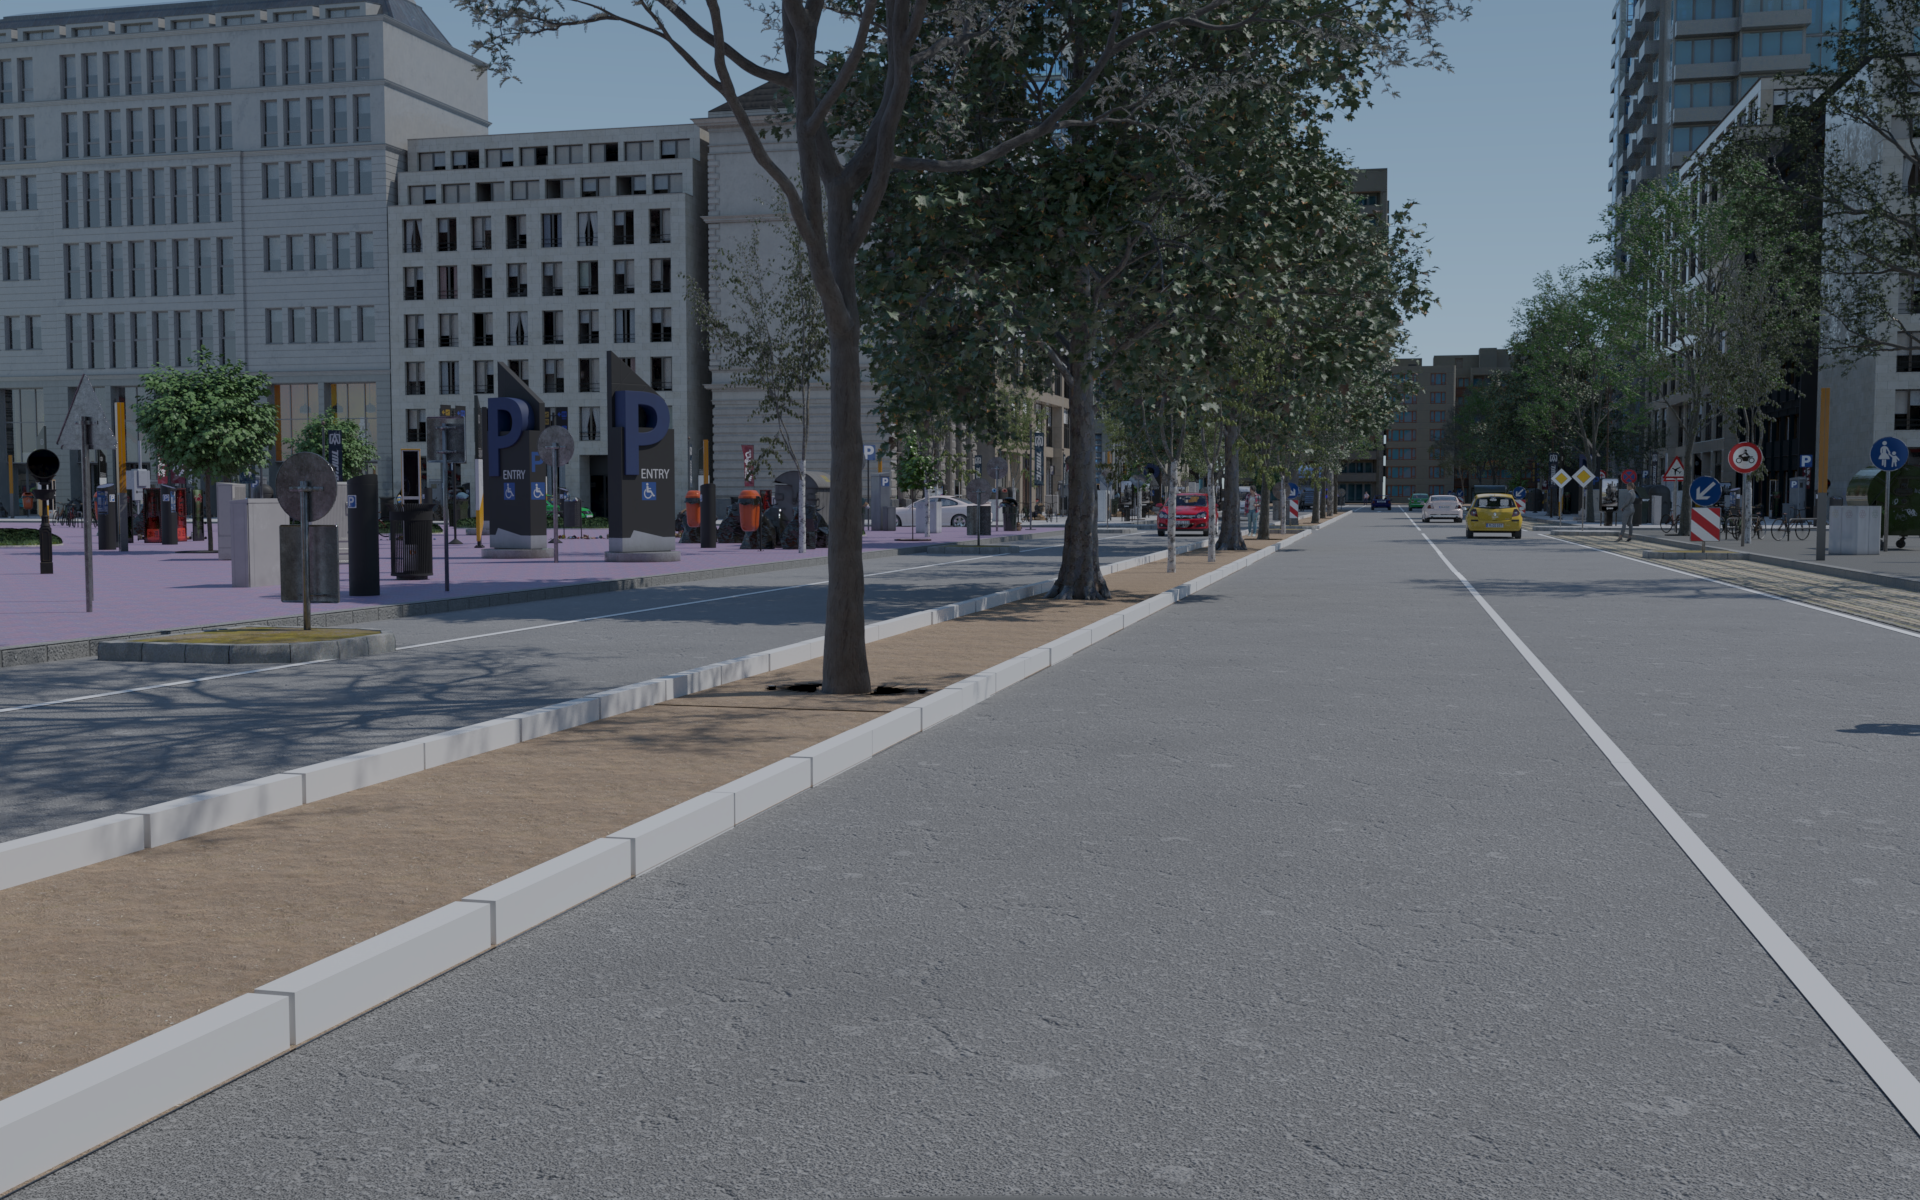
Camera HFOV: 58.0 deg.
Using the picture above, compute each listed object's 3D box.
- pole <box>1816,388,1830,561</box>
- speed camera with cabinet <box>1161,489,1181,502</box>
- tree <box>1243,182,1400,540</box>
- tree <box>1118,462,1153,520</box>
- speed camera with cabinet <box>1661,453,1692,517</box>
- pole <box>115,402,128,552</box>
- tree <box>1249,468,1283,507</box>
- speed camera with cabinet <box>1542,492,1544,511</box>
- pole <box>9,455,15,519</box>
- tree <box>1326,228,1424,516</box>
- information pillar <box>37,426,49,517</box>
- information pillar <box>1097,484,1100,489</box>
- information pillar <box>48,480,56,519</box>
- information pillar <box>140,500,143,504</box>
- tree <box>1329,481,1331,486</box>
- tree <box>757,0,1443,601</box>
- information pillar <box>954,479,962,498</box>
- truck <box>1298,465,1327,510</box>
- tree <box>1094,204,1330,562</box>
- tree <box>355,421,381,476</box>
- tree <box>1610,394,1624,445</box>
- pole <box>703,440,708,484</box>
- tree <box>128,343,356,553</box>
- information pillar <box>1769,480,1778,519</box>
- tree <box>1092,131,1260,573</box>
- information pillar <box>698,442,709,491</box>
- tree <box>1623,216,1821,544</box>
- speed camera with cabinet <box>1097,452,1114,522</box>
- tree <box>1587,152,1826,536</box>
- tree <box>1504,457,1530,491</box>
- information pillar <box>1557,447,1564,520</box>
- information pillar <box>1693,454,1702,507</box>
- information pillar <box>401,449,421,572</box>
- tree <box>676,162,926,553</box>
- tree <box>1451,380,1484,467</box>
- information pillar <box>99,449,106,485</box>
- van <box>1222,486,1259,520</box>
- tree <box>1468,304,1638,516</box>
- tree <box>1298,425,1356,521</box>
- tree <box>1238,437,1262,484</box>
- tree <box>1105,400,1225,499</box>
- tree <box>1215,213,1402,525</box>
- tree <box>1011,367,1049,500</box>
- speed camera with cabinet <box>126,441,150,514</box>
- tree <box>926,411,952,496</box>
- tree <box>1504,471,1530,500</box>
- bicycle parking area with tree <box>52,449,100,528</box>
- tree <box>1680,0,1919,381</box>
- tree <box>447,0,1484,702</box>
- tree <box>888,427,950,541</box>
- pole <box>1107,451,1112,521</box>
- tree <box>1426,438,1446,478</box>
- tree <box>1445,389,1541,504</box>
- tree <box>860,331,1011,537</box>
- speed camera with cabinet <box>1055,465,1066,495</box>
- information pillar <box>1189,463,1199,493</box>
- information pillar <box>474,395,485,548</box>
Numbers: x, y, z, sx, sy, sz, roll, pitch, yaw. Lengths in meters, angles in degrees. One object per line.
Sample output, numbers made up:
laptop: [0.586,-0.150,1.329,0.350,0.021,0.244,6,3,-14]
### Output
pole: [16.625,-2.417,33.365,0.158,3.312,0.155,0,3,0]
speed camera with cabinet: [14.197,-7.655,119.498,2.038,3.252,0.660,2,4,24]
tree: [9.530,-7.659,53.430,9.928,11.665,9.643,0,3,0]
tree: [8.716,-5.534,85.090,1.663,3.219,1.824,0,3,0]
speed camera with cabinet: [34.446,-5.438,83.251,0.660,3.252,2.038,0,4,-5]
pole: [-18.723,-2.742,38.673,0.158,3.312,0.155,0,3,0]
tree: [34.847,-12.960,195.608,4.285,4.588,4.351,0,3,0]
speed camera with cabinet: [45.905,-8.558,134.264,2.038,3.252,0.660,1,4,23]
pole: [-49.732,-5.931,90.807,0.158,3.312,0.155,0,3,0]
tree: [22.633,-15.456,111.053,12.611,20.169,13.585,0,3,0]
information pillar: [-31.458,-4.163,59.418,0.504,3.616,0.183,2,4,32]
information pillar: [10.123,-7.567,128.215,0.304,2.012,0.304,-1,4,-14]
information pillar: [-46.795,-5.182,89.221,0.304,2.012,0.304,0,4,-1]
information pillar: [-34.041,-4.150,72.343,0.304,2.012,0.304,-3,4,-37]
tree: [11.411,-6.598,60.700,4.737,8.622,4.395,0,3,0]
tree: [1.684,-6.363,23.508,9.611,12.733,9.660,0,3,0]
information pillar: [-0.098,-4.903,84.649,0.304,2.012,0.304,1,4,22]
truck: [33.777,-10.803,166.386,2.967,4.110,18.799,1,4,12]
tree: [5.260,-5.077,35.827,4.737,8.622,4.395,0,3,0]
tree: [-23.040,-4.889,63.649,4.285,4.588,4.351,0,3,0]
tree: [44.611,-9.981,113.552,4.360,8.622,3.978,0,3,0]
pole: [-9.553,-4.360,65.126,0.158,3.312,0.155,0,3,0]
tree: [-16.473,-3.322,38.033,4.285,4.588,4.351,0,3,0]
information pillar: [41.784,-5.167,88.971,0.304,2.012,0.304,3,5,41]
tree: [3.876,-4.805,31.390,4.360,8.622,3.978,0,3,0]
information pillar: [-11.398,-5.249,77.168,0.504,3.616,0.183,-1,4,-21]
tree: [20.216,-5.769,44.684,4.360,8.622,3.978,0,3,0]
speed camera with cabinet: [6.719,-5.268,80.474,0.660,3.252,2.038,1,4,16]
tree: [22.336,-7.759,52.621,9.928,11.665,9.643,0,3,0]
tree: [47.069,-12.107,148.315,4.737,8.622,4.395,0,3,0]
information pillar: [30.130,-5.837,86.785,0.183,3.616,0.504,2,4,32]
information pillar: [42.725,-6.670,100.406,0.504,3.616,0.183,-1,4,-14]
information pillar: [-8.941,-1.453,28.249,0.304,2.012,0.304,-1,4,-16]
tree: [-3.655,-5.332,37.534,4.360,8.622,3.978,0,3,0]
tree: [28.366,-9.295,77.723,9.928,11.665,9.643,0,3,0]
information pillar: [-43.492,-5.901,87.841,0.183,3.616,0.504,1,4,10]
van: [15.218,-5.297,93.624,2.013,2.044,4.112,1,4,14]
tree: [34.648,-11.258,101.075,9.611,12.733,9.660,0,3,0]
tree: [19.088,-8.516,92.052,4.360,8.622,3.978,0,3,0]
tree: [19.918,-13.265,135.017,7.486,12.596,7.792,0,3,0]
tree: [11.987,-11.244,101.966,7.486,12.596,7.792,0,3,0]
tree: [14.134,-10.058,73.560,9.857,13.997,8.962,0,3,0]
tree: [2.745,-8.426,88.122,4.737,8.622,4.395,0,3,0]
speed camera with cabinet: [-30.218,-4.317,64.926,0.660,3.252,2.038,2,4,29]
tree: [-1.261,-7.652,75.473,4.360,8.622,3.978,0,3,0]
tree: [39.426,-7.804,122.200,1.663,3.219,1.824,0,3,0]
bicycle parking area with tree: [-36.092,-4.875,66.715,8.231,4.147,9.016,-1,4,-18]
tree: [16.014,-5.653,26.841,8.767,10.594,7.601,0,4,6]
tree: [-0.823,-6.060,11.900,12.009,13.543,11.850,0,3,0]
tree: [-1.309,-3.222,47.277,1.663,3.219,1.824,0,3,0]
pole: [7.158,-5.450,82.945,0.158,3.312,0.155,0,3,0]
tree: [62.293,-17.114,214.232,8.767,10.594,7.601,0,4,-3]
tree: [41.452,-11.880,128.654,7.601,10.594,8.767,2,4,34]
tree: [-0.961,-6.170,51.235,4.737,8.622,4.395,0,3,0]
speed camera with cabinet: [6.842,-7.528,117.415,0.660,3.252,2.038,0,4,-4]
information pillar: [17.688,-8.481,130.020,0.504,3.616,0.183,0,4,1]
information pillar: [-11.457,-3.051,41.243,0.183,3.616,0.504,0,4,-5]
